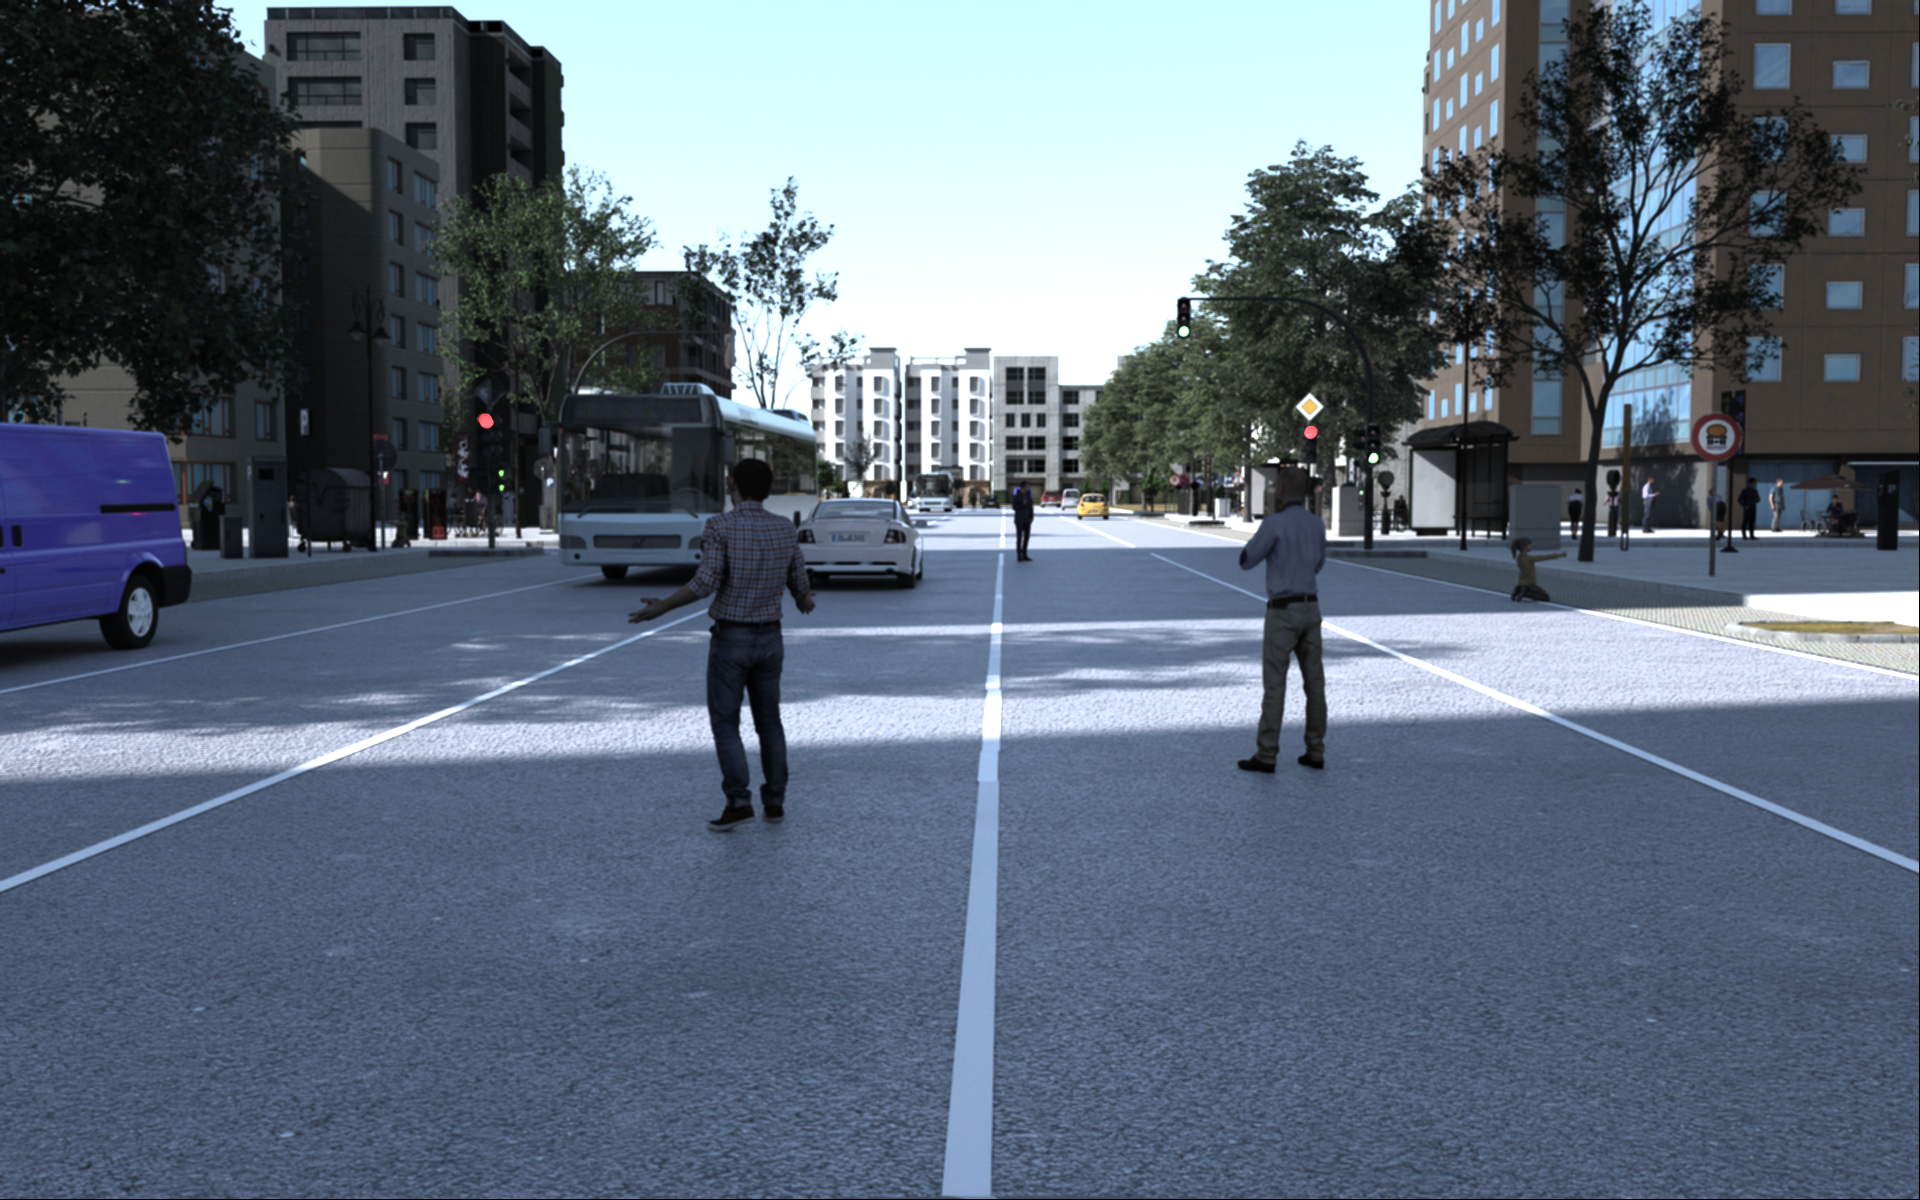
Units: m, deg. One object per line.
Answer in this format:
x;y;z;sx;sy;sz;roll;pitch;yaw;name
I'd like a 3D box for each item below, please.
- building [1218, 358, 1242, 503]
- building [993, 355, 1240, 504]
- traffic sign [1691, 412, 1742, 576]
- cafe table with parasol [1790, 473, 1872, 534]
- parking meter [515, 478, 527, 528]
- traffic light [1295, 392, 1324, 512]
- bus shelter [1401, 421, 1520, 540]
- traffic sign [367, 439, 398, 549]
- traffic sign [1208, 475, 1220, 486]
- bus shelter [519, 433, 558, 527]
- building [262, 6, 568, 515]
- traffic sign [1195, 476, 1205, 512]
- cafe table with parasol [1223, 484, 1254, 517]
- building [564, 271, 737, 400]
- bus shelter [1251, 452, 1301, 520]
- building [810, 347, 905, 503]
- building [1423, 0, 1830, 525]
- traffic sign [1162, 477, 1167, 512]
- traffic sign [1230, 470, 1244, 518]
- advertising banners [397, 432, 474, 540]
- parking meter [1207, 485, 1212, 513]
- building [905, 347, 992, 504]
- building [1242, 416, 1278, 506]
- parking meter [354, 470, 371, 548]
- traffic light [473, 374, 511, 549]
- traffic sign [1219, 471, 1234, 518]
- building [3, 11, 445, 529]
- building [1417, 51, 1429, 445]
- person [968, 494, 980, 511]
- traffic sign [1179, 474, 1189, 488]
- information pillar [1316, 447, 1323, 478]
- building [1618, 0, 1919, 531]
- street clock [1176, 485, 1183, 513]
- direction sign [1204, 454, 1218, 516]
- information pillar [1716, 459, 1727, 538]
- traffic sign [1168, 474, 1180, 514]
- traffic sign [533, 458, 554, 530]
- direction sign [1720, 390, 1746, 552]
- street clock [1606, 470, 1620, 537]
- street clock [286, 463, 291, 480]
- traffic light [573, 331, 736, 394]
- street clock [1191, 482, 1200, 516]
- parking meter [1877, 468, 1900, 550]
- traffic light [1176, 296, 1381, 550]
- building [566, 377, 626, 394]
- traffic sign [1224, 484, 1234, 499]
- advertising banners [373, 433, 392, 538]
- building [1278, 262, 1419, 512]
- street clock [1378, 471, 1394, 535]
52.321;-23.787;232.886;32.646;21.610;27.936;0;4;1;building
20.141;-22.175;229.021;31.486;18.905;16.747;0;4;1;building
11.784;-1.649;27.064;0.768;2.556;0.104;0;4;7;traffic sign
28.386;-3.155;56.447;2.610;1.966;2.610;1;4;12;cafe table with parasol
-16.423;-3.614;64.802;0.399;1.863;0.255;-1;4;-21;parking meter
9.647;-3.615;48.029;0.839;4.253;0.868;0;4;1;traffic light
14.502;-3.466;50.592;2.014;3.302;5.546;0;4;1;bus shelter
-13.439;-2.458;40.287;0.768;2.556;0.104;1;4;10;traffic sign
16.505;-6.885;112.668;0.768;2.556;0.104;0;4;6;traffic sign
-16.072;-4.789;69.590;1.731;3.624;6.357;0;4;2;bus shelter
-32.968;-20.498;106.846;14.160;30.474;14.107;0;4;1;building
16.950;-7.481;122.416;0.768;2.556;0.104;1;4;8;traffic sign
16.310;-5.722;98.417;2.610;1.966;2.610;1;4;20;cafe table with parasol
-40.069;-20.119;172.923;32.646;21.610;27.936;0;4;1;building
15.288;-5.548;84.639;2.014;3.302;5.546;0;4;2;bus shelter
-13.715;-22.788;229.010;11.380;20.091;16.016;0;4;1;building
31.528;-26.563;84.420;14.600;45.320;14.200;0;4;1;building
14.478;-7.435;121.666;0.768;2.556;0.104;0;4;6;traffic sign
14.988;-5.705;93.276;0.884;2.594;0.081;0;4;5;traffic sign
-14.638;-3.193;48.400;2.074;3.025;0.090;-1;4;-19;advertising banners
16.832;-6.799;116.868;0.255;1.863;0.399;2;4;32;parking meter
-1.468;-22.819;229.515;11.380;20.091;16.016;0;4;1;building
34.134;-13.985;170.804;9.099;9.664;28.070;0;4;1;building
-14.307;-2.184;41.416;0.255;1.863;0.399;3;5;44;parking meter
-10.975;-3.158;40.560;0.839;4.253;0.868;0;4;1;traffic light
14.296;-5.677;92.932;0.768;2.556;0.104;1;4;9;traffic sign
-41.382;-14.182;76.914;27.650;21.520;28.899;0;4;1;building
35.574;-20.501;106.889;14.160;30.474;14.107;0;4;1;building
1.180;-8.223;146.207;1.065;1.426;0.557;1;4;8;person
14.311;-6.787;111.072;0.768;2.556;0.104;1;4;9;traffic sign
15.198;-5.001;73.115;0.183;3.616;0.504;3;5;43;information pillar
33.473;-25.432;65.917;14.200;45.320;14.600;0;4;1;building
15.238;-7.079;120.313;0.471;2.002;0.358;3;5;40;street clock
14.308;-6.552;99.125;0.379;3.537;0.876;-1;4;-17;direction sign
22.261;-3.632;50.746;0.183;3.616;0.504;-1;4;-20;information pillar
13.707;-6.767;110.754;0.768;2.556;0.104;0;4;5;traffic sign
-14.682;-3.730;61.093;0.768;2.556;0.104;0;4;7;traffic sign
16.981;-2.821;38.122;0.379;3.537;0.876;0;4;-7;direction sign
19.707;-2.918;52.284;0.358;2.002;0.471;3;5;44;street clock
-14.894;-2.037;37.877;0.471;2.002;0.358;0;4;-1;street clock
-8.674;-4.517;48.523;4.771;5.953;1.251;0;4;1;traffic light
13.600;-5.852;100.249;0.471;2.002;0.358;2;4;34;street clock
21.220;-2.073;39.612;0.399;1.863;0.255;0;4;0;parking meter
7.346;-3.993;39.959;4.771;5.953;1.251;0;4;1;traffic light
-30.473;-12.029;138.823;9.099;9.664;28.070;0;4;1;building
15.666;-6.039;100.866;0.606;2.300;0.079;0;4;2;traffic sign
-15.959;-3.290;49.972;2.074;3.025;0.090;1;4;11;advertising banners
36.783;-16.761;140.503;16.747;18.905;31.486;0;4;1;building
13.403;-3.057;54.549;0.471;2.002;0.358;-2;4;-25;street clock
